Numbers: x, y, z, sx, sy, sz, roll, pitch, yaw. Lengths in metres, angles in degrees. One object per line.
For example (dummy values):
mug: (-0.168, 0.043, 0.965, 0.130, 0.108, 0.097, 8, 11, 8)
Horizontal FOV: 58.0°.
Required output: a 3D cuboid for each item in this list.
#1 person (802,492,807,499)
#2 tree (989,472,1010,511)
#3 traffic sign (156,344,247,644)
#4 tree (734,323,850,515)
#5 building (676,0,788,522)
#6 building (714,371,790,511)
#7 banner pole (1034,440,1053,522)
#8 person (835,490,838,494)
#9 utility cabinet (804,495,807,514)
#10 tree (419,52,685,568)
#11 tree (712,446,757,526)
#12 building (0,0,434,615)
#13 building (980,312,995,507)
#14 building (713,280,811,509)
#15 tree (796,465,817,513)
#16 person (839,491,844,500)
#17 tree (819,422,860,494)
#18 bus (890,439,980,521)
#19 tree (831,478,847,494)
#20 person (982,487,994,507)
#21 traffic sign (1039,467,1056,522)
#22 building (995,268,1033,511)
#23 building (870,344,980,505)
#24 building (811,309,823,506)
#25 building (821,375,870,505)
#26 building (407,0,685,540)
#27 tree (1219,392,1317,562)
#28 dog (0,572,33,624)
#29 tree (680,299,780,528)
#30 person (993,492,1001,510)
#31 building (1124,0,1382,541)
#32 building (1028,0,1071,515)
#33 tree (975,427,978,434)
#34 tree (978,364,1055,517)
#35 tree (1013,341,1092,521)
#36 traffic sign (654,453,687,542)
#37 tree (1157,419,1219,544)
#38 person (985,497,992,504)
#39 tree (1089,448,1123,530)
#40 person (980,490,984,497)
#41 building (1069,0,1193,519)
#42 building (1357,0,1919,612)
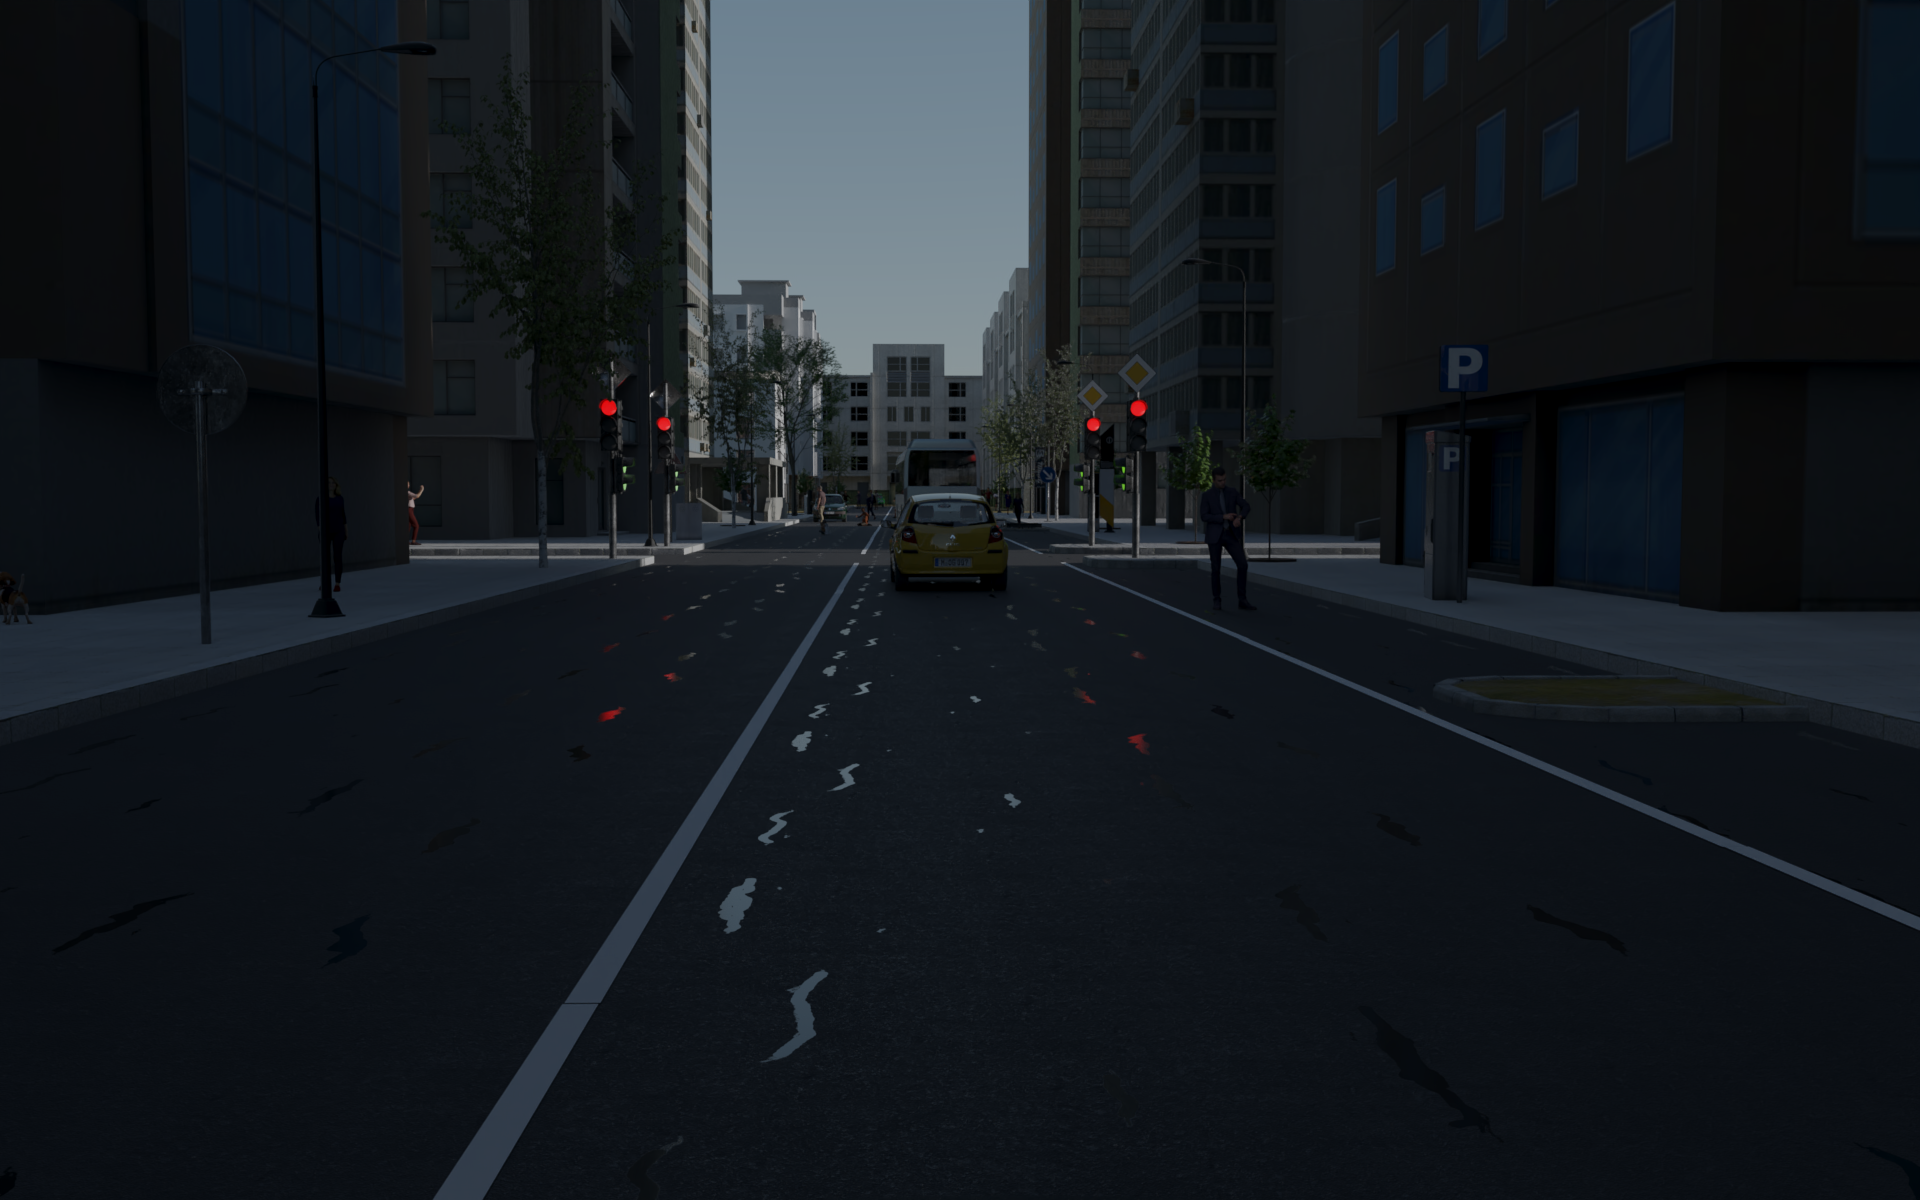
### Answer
person: (-11.857, -7.777, 133.912, 0.721, 1.735, 1.217, 2, 4, 30)
tree: (3.238, -8.323, 130.682, 1.663, 3.219, 1.824, 0, 3, 0)
traffic sign: (-6.452, -0.896, 14.749, 0.768, 2.556, 0.104, 0, 4, -1)
tree: (-10.350, -11.038, 106.229, 9.928, 11.665, 9.643, 0, 3, 0)
building: (-25.216, -24.062, 85.298, 32.217, 40.220, 23.993, 0, 4, -2)
building: (-17.451, -11.594, 131.707, 9.099, 9.664, 28.070, 0, 4, -2)
banner pole: (3.891, -5.552, 80.800, 0.863, 3.779, 0.401, 0, 4, 2)
person: (-12.951, -10.690, 180.768, 0.705, 1.831, 1.348, 1, 4, 12)
utility cabinet: (-9.755, -6.129, 111.368, 0.306, 1.237, 1.020, -1, 4, -20)
tree: (-7.016, -4.866, 29.922, 4.737, 8.622, 4.395, 0, 3, 0)
tree: (-9.158, -4.565, 69.232, 1.663, 3.219, 1.824, 0, 3, 0)
building: (-16.626, -22.857, 23.815, 14.200, 45.320, 14.600, 0, 4, -2)
building: (11.405, -18.977, 176.737, 16.747, 18.905, 31.486, 0, 4, -2)
building: (-21.599, -18.014, 150.944, 16.016, 20.091, 11.380, 0, 4, -2)
tree: (-10.626, -7.471, 116.748, 1.663, 3.219, 1.824, 0, 3, 0)
person: (-12.964, -11.292, 190.667, 1.348, 1.824, 0.705, 3, 5, 41)
tree: (-12.211, -13.592, 172.585, 4.737, 8.622, 4.395, 0, 3, 0)
bus: (-1.000, -4.266, 64.609, 2.948, 3.499, 13.247, 0, 4, -4)
tree: (-13.185, -11.763, 186.933, 1.663, 3.219, 1.824, 0, 3, 0)
person: (2.327, -8.372, 142.882, 1.348, 1.831, 0.705, 2, 4, 23)
traffic sign: (4.068, -4.906, 80.315, 0.768, 2.556, 0.104, 0, 4, 6)
building: (12.422, -16.986, 144.185, 16.747, 18.905, 31.486, 0, 4, -2)
building: (5.198, -21.177, 212.705, 31.486, 18.905, 16.747, 0, 4, -2)
building: (-21.348, -18.709, 162.318, 16.016, 20.091, 11.380, 0, 4, -2)
building: (-26.254, -21.085, 211.192, 31.486, 18.905, 16.747, 0, 4, -2)
building: (-16.514, -22.592, 52.974, 14.154, 41.232, 14.086, 0, 4, -2)
tree: (5.910, -2.336, 32.800, 1.663, 3.219, 1.824, 0, 3, 0)
dog: (-9.392, -0.020, 17.162, 0.540, 0.507, 0.406, 0, 4, 7)
tree: (-8.581, -7.002, 64.842, 4.360, 8.622, 3.978, 0, 3, 0)
person: (2.862, -7.747, 135.891, 0.799, 1.438, 0.628, 2, 4, 27)
building: (18.808, -22.545, 60.484, 23.993, 40.220, 32.217, 0, 4, -2)
building: (11.775, -28.136, 110.141, 14.600, 45.320, 14.200, 0, 4, -2)
tree: (3.044, -10.678, 124.946, 4.737, 8.622, 4.395, 0, 3, 0)
tree: (3.550, -9.089, 98.967, 4.737, 8.622, 4.395, 0, 3, 0)
tree: (4.612, -8.130, 83.284, 4.360, 8.622, 3.978, 0, 3, 0)
traffic sign: (-7.717, -2.825, 46.195, 0.884, 2.594, 0.081, 0, 4, -1)
tree: (6.172, -3.064, 44.697, 1.663, 3.219, 1.824, 0, 3, 0)
person: (2.653, -9.408, 163.085, 0.991, 1.433, 0.599, 3, 5, 42)
tree: (5.223, -4.188, 63.081, 1.663, 3.219, 1.824, 0, 3, 0)
person: (2.206, -9.724, 165.853, 0.721, 1.723, 1.217, 0, 4, -6)
building: (12.993, -25.235, 96.183, 14.154, 41.232, 14.086, 0, 4, -2)
building: (14.578, -22.889, 24.349, 14.600, 45.320, 14.200, 0, 4, -2)
